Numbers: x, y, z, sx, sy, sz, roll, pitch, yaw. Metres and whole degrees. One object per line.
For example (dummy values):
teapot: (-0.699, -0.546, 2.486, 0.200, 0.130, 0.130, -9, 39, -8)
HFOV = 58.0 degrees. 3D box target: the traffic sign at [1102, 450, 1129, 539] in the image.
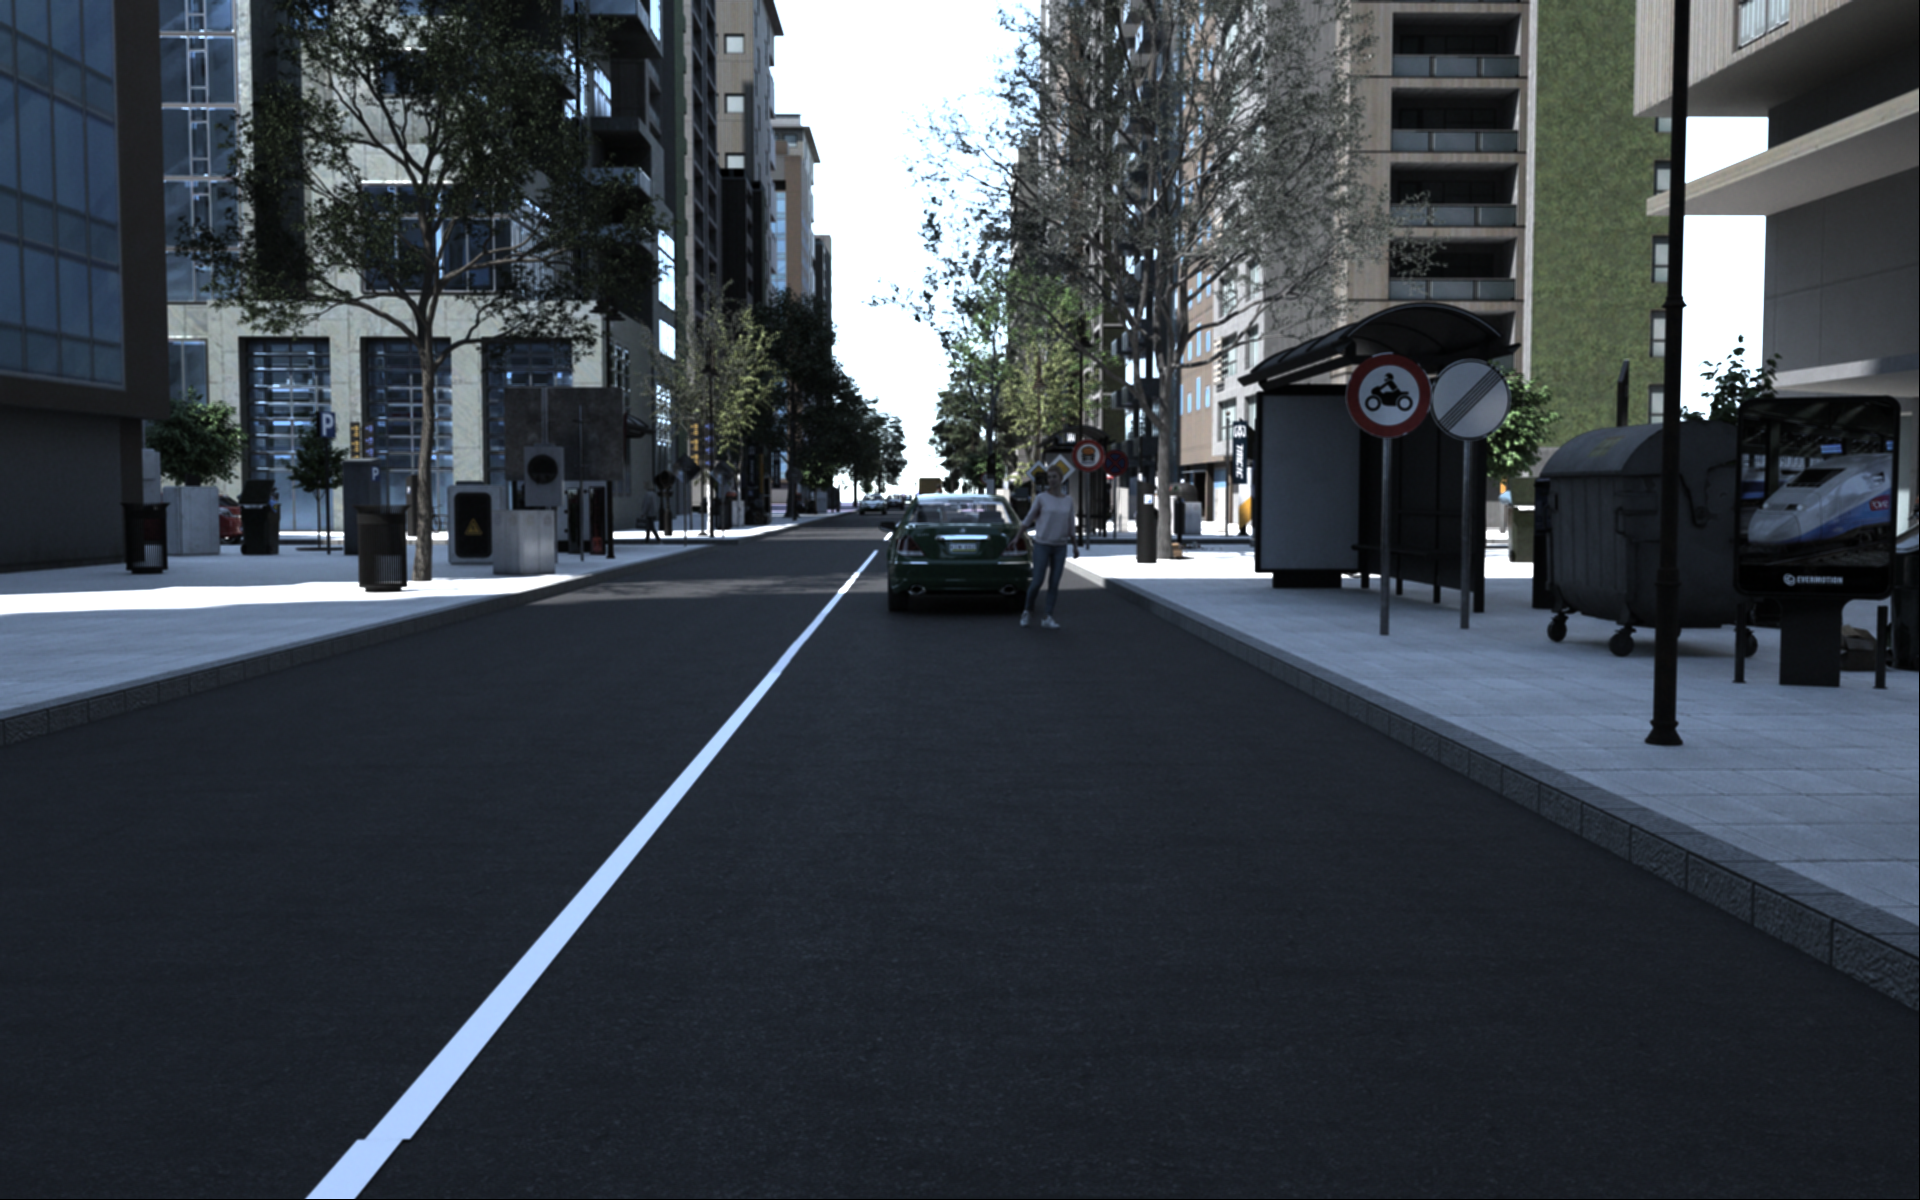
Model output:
traffic sign: (4.462, -3.042, 49.847, 0.768, 2.556, 0.104, 0, 4, 5)

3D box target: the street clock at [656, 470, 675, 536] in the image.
street clock: (-8.878, -2.941, 52.654, 0.471, 2.002, 0.358, 3, 5, 43)

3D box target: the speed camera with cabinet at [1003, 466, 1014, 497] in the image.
speed camera with cabinet: (2.921, -7.723, 120.600, 0.660, 3.252, 2.038, 3, 5, 44)

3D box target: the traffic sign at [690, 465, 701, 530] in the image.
traffic sign: (-9.604, -3.773, 61.801, 0.768, 2.556, 0.104, 0, 4, 4)

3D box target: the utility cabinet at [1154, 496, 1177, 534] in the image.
utility cabinet: (6.500, -2.757, 56.241, 1.020, 1.237, 0.306, 2, 4, 27)

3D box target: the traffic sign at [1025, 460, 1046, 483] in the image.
traffic sign: (2.295, -2.871, 50.583, 0.795, 2.450, 0.064, 0, 4, -1)

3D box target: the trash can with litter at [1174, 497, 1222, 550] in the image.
trash can with litter: (5.265, -1.826, 40.917, 1.678, 1.210, 2.233, 0, 4, 3)

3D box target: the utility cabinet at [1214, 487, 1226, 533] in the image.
utility cabinet: (8.597, -2.973, 57.281, 0.318, 1.500, 1.173, 0, 4, 3)

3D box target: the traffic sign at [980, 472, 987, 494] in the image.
traffic sign: (1.522, -6.028, 98.662, 0.768, 2.556, 0.104, 0, 4, 4)

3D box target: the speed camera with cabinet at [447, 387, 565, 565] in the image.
speed camera with cabinet: (-8.319, -2.288, 31.750, 2.038, 3.252, 0.660, 0, 4, -7)

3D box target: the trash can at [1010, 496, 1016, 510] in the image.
trash can: (3.102, -5.674, 104.421, 0.748, 1.137, 0.748, 0, 3, 0)

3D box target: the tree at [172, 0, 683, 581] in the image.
tree: (-7.608, -5.560, 25.316, 7.601, 10.594, 8.767, -2, 4, -28)

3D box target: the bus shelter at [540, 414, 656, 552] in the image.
bus shelter: (-8.534, -2.852, 40.556, 2.014, 3.302, 5.546, 0, 4, -1)

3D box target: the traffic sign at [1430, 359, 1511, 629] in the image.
traffic sign: (4.814, -0.999, 16.442, 0.768, 2.556, 0.104, 0, 4, 0)

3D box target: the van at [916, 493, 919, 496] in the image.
van: (-4.389, -12.950, 216.115, 2.240, 2.365, 5.245, 0, 4, -1)

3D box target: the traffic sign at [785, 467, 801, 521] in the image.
traffic sign: (-7.932, -5.028, 82.309, 0.768, 2.556, 0.104, 0, 4, 5)

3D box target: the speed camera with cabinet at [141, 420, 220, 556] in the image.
speed camera with cabinet: (-16.404, -2.540, 35.861, 0.660, 3.252, 2.038, 2, 4, 29)

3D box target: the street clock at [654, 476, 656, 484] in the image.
street clock: (-10.460, -3.435, 60.733, 0.471, 2.002, 0.358, -1, 4, -19)

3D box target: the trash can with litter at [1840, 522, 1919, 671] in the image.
trash can with litter: (6.838, -0.073, 12.588, 1.055, 1.170, 0.624, 0, 4, -3)

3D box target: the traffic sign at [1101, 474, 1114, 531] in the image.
traffic sign: (4.936, -3.695, 60.420, 0.884, 2.594, 0.081, 0, 4, 3)

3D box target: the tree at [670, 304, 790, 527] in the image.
tree: (-8.743, -7.103, 66.493, 4.737, 8.622, 4.395, 0, 3, 0)

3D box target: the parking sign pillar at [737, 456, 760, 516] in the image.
parking sign pillar: (-12.337, -6.898, 101.261, 1.447, 3.967, 1.447, -2, 4, -32)

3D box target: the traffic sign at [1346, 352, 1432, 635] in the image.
traffic sign: (3.868, -0.954, 15.705, 0.768, 2.556, 0.104, 0, 4, 4)

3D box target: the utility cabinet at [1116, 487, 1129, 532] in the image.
utility cabinet: (5.477, -3.051, 58.565, 0.318, 1.500, 1.173, 0, 4, -3)

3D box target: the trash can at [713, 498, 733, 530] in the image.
trash can: (-8.459, -3.071, 61.871, 0.748, 1.137, 0.748, 0, 3, 0)

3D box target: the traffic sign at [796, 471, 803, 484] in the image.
traffic sign: (-8.267, -5.313, 86.967, 0.768, 2.556, 0.104, 0, 4, 1)

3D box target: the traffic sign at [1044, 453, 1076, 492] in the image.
traffic sign: (2.461, -2.383, 42.599, 0.795, 2.450, 0.064, 0, 4, -1)

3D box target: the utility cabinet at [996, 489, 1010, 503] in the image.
utility cabinet: (1.882, -4.077, 75.345, 0.318, 1.500, 1.173, -1, 4, -14)

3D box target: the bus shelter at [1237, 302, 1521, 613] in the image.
bus shelter: (4.857, -1.660, 21.073, 2.014, 3.302, 5.546, 0, 4, -1)

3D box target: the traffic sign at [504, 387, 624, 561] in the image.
traffic sign: (-7.552, -2.396, 33.045, 2.265, 3.308, 0.079, 0, 3, 0)

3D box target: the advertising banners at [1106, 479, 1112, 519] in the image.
advertising banners: (7.254, -5.491, 85.958, 0.090, 3.025, 2.074, -1, 4, -12)

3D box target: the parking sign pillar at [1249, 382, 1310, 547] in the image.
parking sign pillar: (7.778, -3.277, 42.045, 1.447, 3.967, 1.447, 0, 3, 0)

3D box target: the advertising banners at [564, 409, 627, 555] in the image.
advertising banners: (-7.674, -2.467, 36.531, 2.074, 3.025, 0.090, 3, 5, 40)

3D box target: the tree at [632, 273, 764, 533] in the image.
tree: (-8.489, -6.515, 56.877, 4.360, 8.622, 3.978, 0, 3, 0)

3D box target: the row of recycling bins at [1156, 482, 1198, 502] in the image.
row of recycling bins: (7.819, -3.372, 62.240, 1.069, 1.692, 3.534, 0, 4, -5)

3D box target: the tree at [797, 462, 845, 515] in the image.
tree: (-8.836, -7.538, 106.957, 4.285, 4.588, 4.351, 0, 3, 0)

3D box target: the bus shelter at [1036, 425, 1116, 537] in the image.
bus shelter: (3.515, -3.648, 53.561, 2.014, 3.302, 5.546, 0, 4, -1)

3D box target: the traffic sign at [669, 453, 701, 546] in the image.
traffic sign: (-6.731, -2.372, 42.429, 0.795, 2.450, 0.064, 0, 4, -1)

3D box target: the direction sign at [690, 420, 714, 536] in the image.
direction sign: (-7.884, -3.729, 52.967, 0.876, 3.537, 0.379, 2, 4, 26)

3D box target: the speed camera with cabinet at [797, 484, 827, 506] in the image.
speed camera with cabinet: (-10.049, -7.546, 117.719, 2.038, 3.252, 0.660, -2, 4, -33)

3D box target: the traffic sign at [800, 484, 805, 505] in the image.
traffic sign: (-10.384, -7.070, 115.695, 0.768, 2.556, 0.104, 0, 4, 7)

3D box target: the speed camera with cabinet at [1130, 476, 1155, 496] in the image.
speed camera with cabinet: (9.763, -5.867, 90.267, 2.038, 3.252, 0.660, -3, 4, -37)

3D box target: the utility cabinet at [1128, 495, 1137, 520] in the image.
utility cabinet: (8.443, -4.582, 86.075, 1.020, 1.237, 0.306, 1, 4, 23)

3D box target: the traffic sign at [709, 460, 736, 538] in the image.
traffic sign: (-6.898, -2.861, 50.412, 0.795, 2.450, 0.064, 0, 4, -1)

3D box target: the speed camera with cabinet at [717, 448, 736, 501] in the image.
speed camera with cabinet: (-10.176, -4.964, 75.500, 0.660, 3.252, 2.038, 0, 4, -1)

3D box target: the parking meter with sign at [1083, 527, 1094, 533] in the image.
parking meter with sign: (4.339, -3.795, 58.305, 0.543, 3.016, 1.738, 0, 4, -4)

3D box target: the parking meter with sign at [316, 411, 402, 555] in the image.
parking meter with sign: (-12.623, -2.463, 36.532, 1.738, 3.016, 0.543, 1, 4, 15)

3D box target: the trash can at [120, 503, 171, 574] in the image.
trash can: (-13.126, -0.996, 27.938, 0.748, 1.137, 0.748, 0, 3, 0)

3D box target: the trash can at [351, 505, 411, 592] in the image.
trash can: (-7.589, -0.679, 22.758, 0.748, 1.137, 0.748, 0, 3, 0)

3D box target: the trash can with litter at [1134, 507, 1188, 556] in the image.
trash can with litter: (4.108, -1.472, 35.449, 1.055, 1.170, 0.624, 0, 4, -1)

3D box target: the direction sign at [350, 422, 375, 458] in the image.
direction sign: (-18.794, -3.825, 54.537, 0.876, 3.537, 0.379, 1, 4, 19)

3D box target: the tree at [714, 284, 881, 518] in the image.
tree: (-9.135, -10.870, 94.729, 9.611, 12.733, 9.660, 0, 3, 0)

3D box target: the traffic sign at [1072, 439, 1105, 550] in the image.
traffic sign: (2.950, -2.435, 39.911, 0.768, 2.556, 0.104, 0, 4, 1)

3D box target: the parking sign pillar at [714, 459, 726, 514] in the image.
parking sign pillar: (-14.924, -7.335, 108.395, 1.447, 3.967, 1.447, 1, 4, 9)

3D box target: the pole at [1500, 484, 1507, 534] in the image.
pole: (17.545, -3.794, 55.883, 0.158, 3.312, 0.155, 0, 3, 0)

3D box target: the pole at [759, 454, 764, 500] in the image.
pole: (-10.015, -5.724, 87.435, 0.158, 3.312, 0.155, 0, 3, 0)
